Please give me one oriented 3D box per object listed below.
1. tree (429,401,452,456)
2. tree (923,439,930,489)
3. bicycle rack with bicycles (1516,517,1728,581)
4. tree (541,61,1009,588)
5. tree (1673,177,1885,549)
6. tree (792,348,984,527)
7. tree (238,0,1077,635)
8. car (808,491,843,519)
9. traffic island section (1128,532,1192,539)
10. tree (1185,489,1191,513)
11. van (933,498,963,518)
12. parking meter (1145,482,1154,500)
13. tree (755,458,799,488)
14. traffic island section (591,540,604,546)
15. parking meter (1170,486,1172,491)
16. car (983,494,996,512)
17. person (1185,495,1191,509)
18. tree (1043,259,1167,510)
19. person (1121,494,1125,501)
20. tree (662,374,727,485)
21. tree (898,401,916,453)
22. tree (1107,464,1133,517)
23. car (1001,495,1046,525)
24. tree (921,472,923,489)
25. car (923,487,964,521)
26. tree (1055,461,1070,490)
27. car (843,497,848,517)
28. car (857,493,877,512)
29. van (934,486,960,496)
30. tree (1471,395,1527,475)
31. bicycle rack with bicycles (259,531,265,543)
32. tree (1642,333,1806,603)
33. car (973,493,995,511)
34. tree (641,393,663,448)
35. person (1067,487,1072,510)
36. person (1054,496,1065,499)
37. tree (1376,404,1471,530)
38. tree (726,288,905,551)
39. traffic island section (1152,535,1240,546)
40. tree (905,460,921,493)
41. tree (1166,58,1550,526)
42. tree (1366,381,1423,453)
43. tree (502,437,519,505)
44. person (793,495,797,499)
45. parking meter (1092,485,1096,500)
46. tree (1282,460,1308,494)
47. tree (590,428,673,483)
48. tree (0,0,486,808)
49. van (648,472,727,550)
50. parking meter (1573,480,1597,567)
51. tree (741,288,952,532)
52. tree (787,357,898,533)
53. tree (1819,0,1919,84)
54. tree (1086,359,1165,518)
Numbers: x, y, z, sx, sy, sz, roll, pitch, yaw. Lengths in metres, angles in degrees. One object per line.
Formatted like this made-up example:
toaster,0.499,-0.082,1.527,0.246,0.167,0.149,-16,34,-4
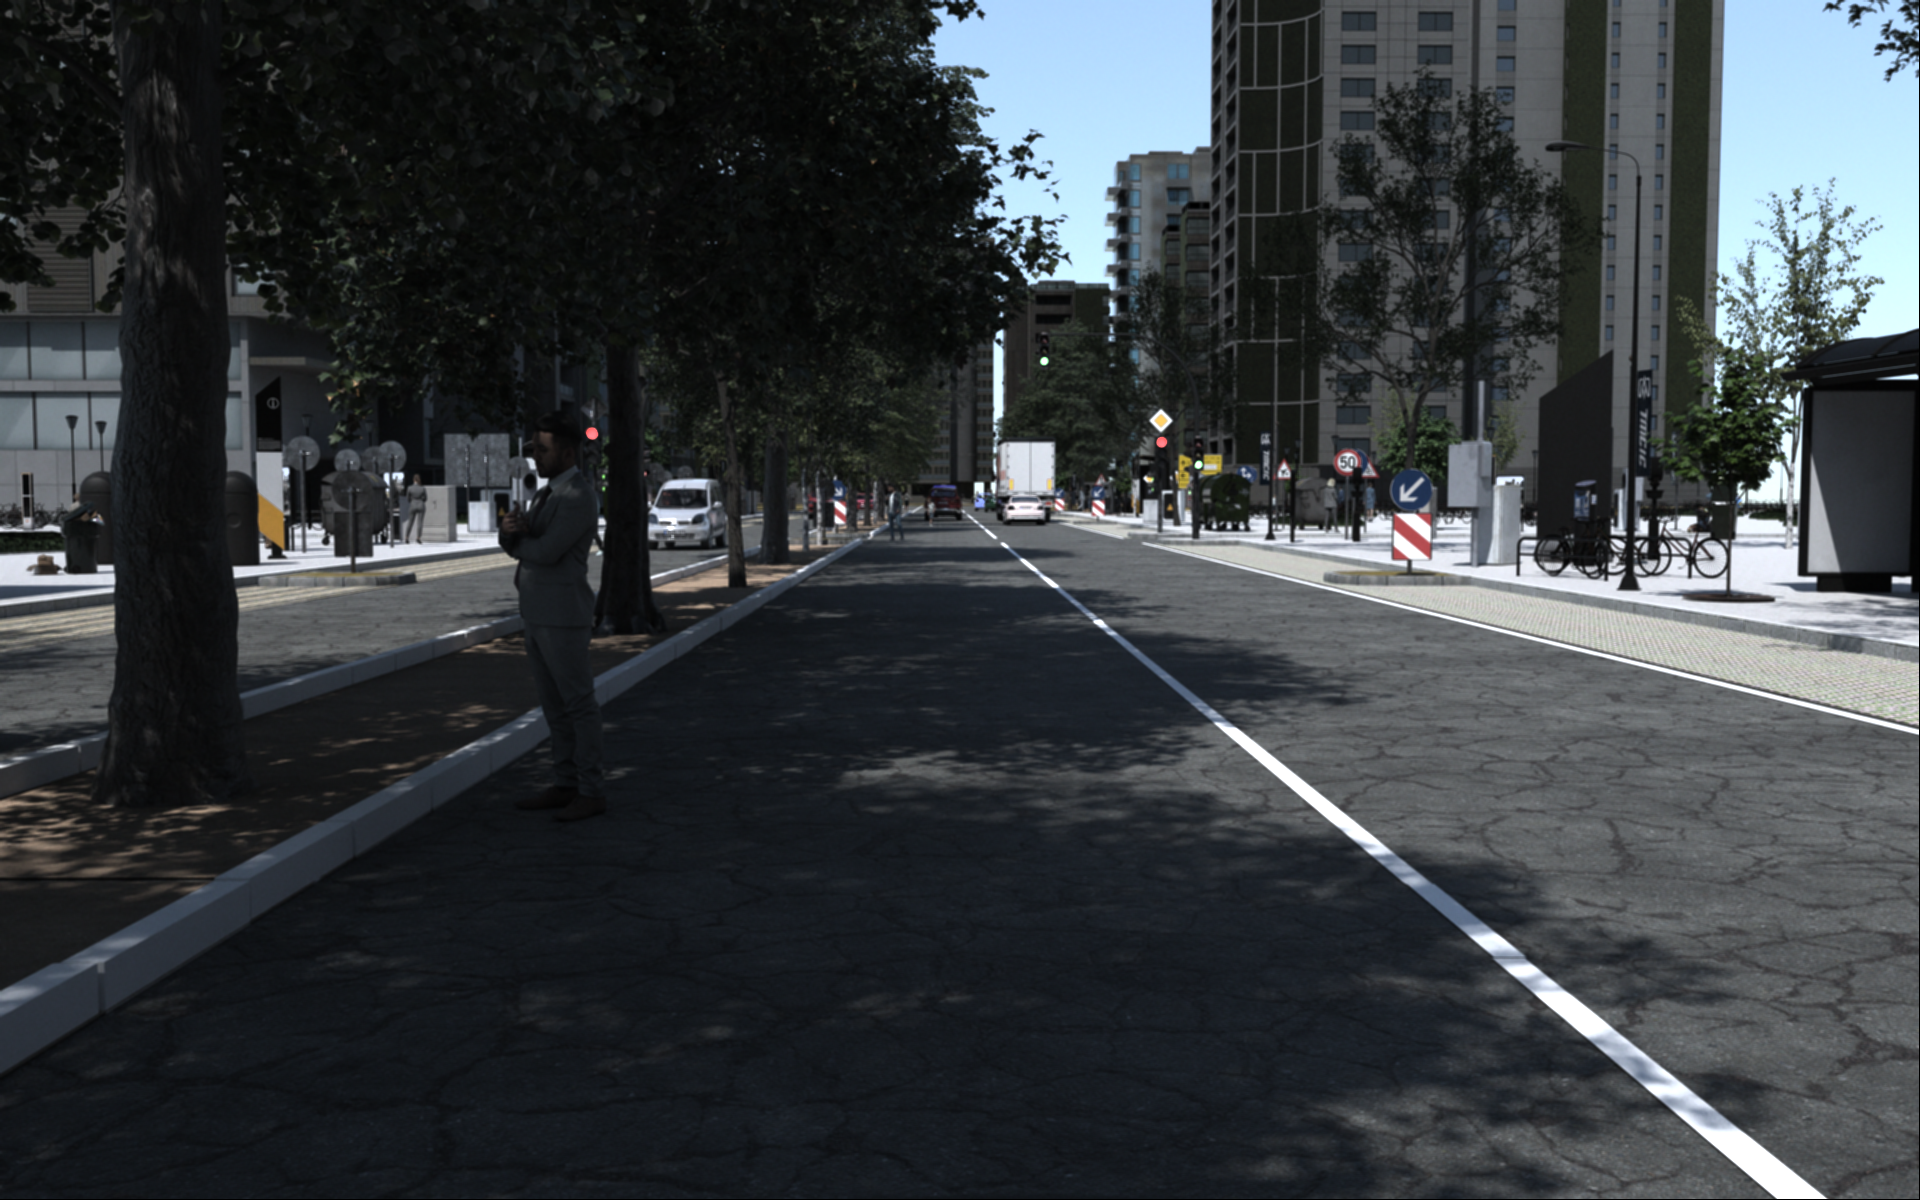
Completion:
tree,-32.319,-9.285,102.177,4.360,8.622,3.978,0,3,0
tree,-4.077,-10.216,119.856,4.737,8.622,4.395,0,3,0
bicycle rack with bicycles,9.965,-0.827,26.902,2.852,0.926,2.925,-2,4,-26
tree,-3.379,-5.481,26.485,8.767,10.594,7.601,0,4,-1
tree,19.269,-5.512,40.479,4.737,8.622,4.395,0,3,0
tree,-4.026,-9.944,75.403,12.009,13.543,11.850,0,3,0
tree,-3.464,-6.010,17.729,9.611,12.733,9.660,0,3,0
car,-7.759,-5.597,100.191,2.281,1.827,5.304,0,4,-2
traffic island section,6.625,-2.134,57.167,2.009,0.180,2.903,0,4,-1
tree,15.580,-7.411,115.766,1.663,3.219,1.824,0,3,0
van,-0.826,-6.024,105.504,2.013,2.044,4.112,0,4,1
parking meter,9.245,-4.822,84.545,0.399,1.863,0.255,-1,4,-13
tree,-13.672,-8.888,129.039,4.285,4.588,4.351,0,3,0
traffic island section,-10.333,-1.635,49.013,2.009,0.180,2.903,0,4,-1
parking meter,12.985,-6.248,107.864,0.255,1.863,0.399,3,5,43
car,2.869,-7.713,137.909,2.131,1.459,4.920,0,4,1
person,19.596,-8.560,145.938,1.348,1.831,0.705,0,4,3
tree,8.399,-8.248,69.271,7.601,10.594,8.767,2,4,24
person,18.938,-11.970,201.764,0.705,1.823,1.348,-1,4,-15
tree,-13.715,-9.020,97.832,4.737,8.622,4.395,0,3,0
tree,-4.144,-8.012,83.821,4.360,8.622,3.978,0,3,0
tree,9.510,-6.379,98.893,1.663,3.219,1.824,0,3,0
car,2.979,-4.185,80.790,2.083,1.381,4.827,0,4,0
tree,-4.689,-9.425,106.922,4.737,8.622,4.395,0,3,0
car,-0.901,-5.304,95.395,2.281,1.827,5.304,0,4,0
tree,8.427,-10.088,148.650,4.285,4.588,4.351,0,3,0
car,-7.965,-5.951,109.294,2.014,1.417,4.499,0,4,0
car,-7.559,-7.910,138.363,2.155,1.783,4.494,0,3,0
van,-1.098,-7.539,127.654,2.240,2.365,5.245,0,4,0
tree,40.121,-10.899,128.564,4.737,8.622,4.395,0,3,0
bicycle rack with bicycles,-19.498,-1.976,45.697,2.925,0.926,2.852,0,4,3
tree,9.348,-1.613,20.981,1.663,3.219,1.824,0,3,0
car,2.095,-8.393,146.815,1.945,1.707,3.694,0,4,-2
tree,-22.712,-10.641,124.346,4.737,8.622,4.395,0,3,0
person,8.726,-7.954,136.088,0.705,1.824,1.348,-1,4,-19
person,7.919,-8.030,137.855,0.721,1.766,1.217,-3,5,-39
tree,16.760,-4.804,62.266,4.285,4.588,4.351,0,3,0
tree,-3.851,-5.795,47.564,4.737,8.622,4.395,0,3,0
traffic island section,6.707,-1.645,49.183,2.009,0.180,2.903,0,4,-1
tree,-4.539,-8.768,96.170,4.737,8.622,4.395,0,3,0
tree,9.819,-6.346,38.169,8.767,10.594,7.601,1,4,21
tree,27.115,-9.550,106.502,4.737,8.622,4.395,0,3,0
tree,-24.165,-6.761,94.254,4.285,4.588,4.351,0,3,0
person,-19.854,-12.142,205.290,1.217,1.736,0.721,1,4,23
parking meter,8.823,-6.578,113.259,0.255,1.863,0.399,-3,4,-36
tree,18.617,-6.266,97.046,1.663,3.219,1.824,0,3,0
tree,-13.615,-5.407,72.112,4.285,4.588,4.351,0,3,0
tree,-3.736,-6.040,7.872,9.857,13.997,8.962,0,3,0
van,-7.214,-2.372,45.788,2.013,2.044,4.112,0,4,0
parking meter,11.107,-1.368,30.781,0.372,1.533,0.369,0,3,0
tree,-4.137,-8.813,64.679,7.486,12.596,7.792,0,3,0
tree,-4.197,-6.413,57.678,4.360,8.622,3.978,0,3,0
tree,9.838,-4.720,11.590,8.767,10.594,7.601,3,5,42
tree,9.153,-8.687,92.391,4.360,8.622,3.978,0,3,0
